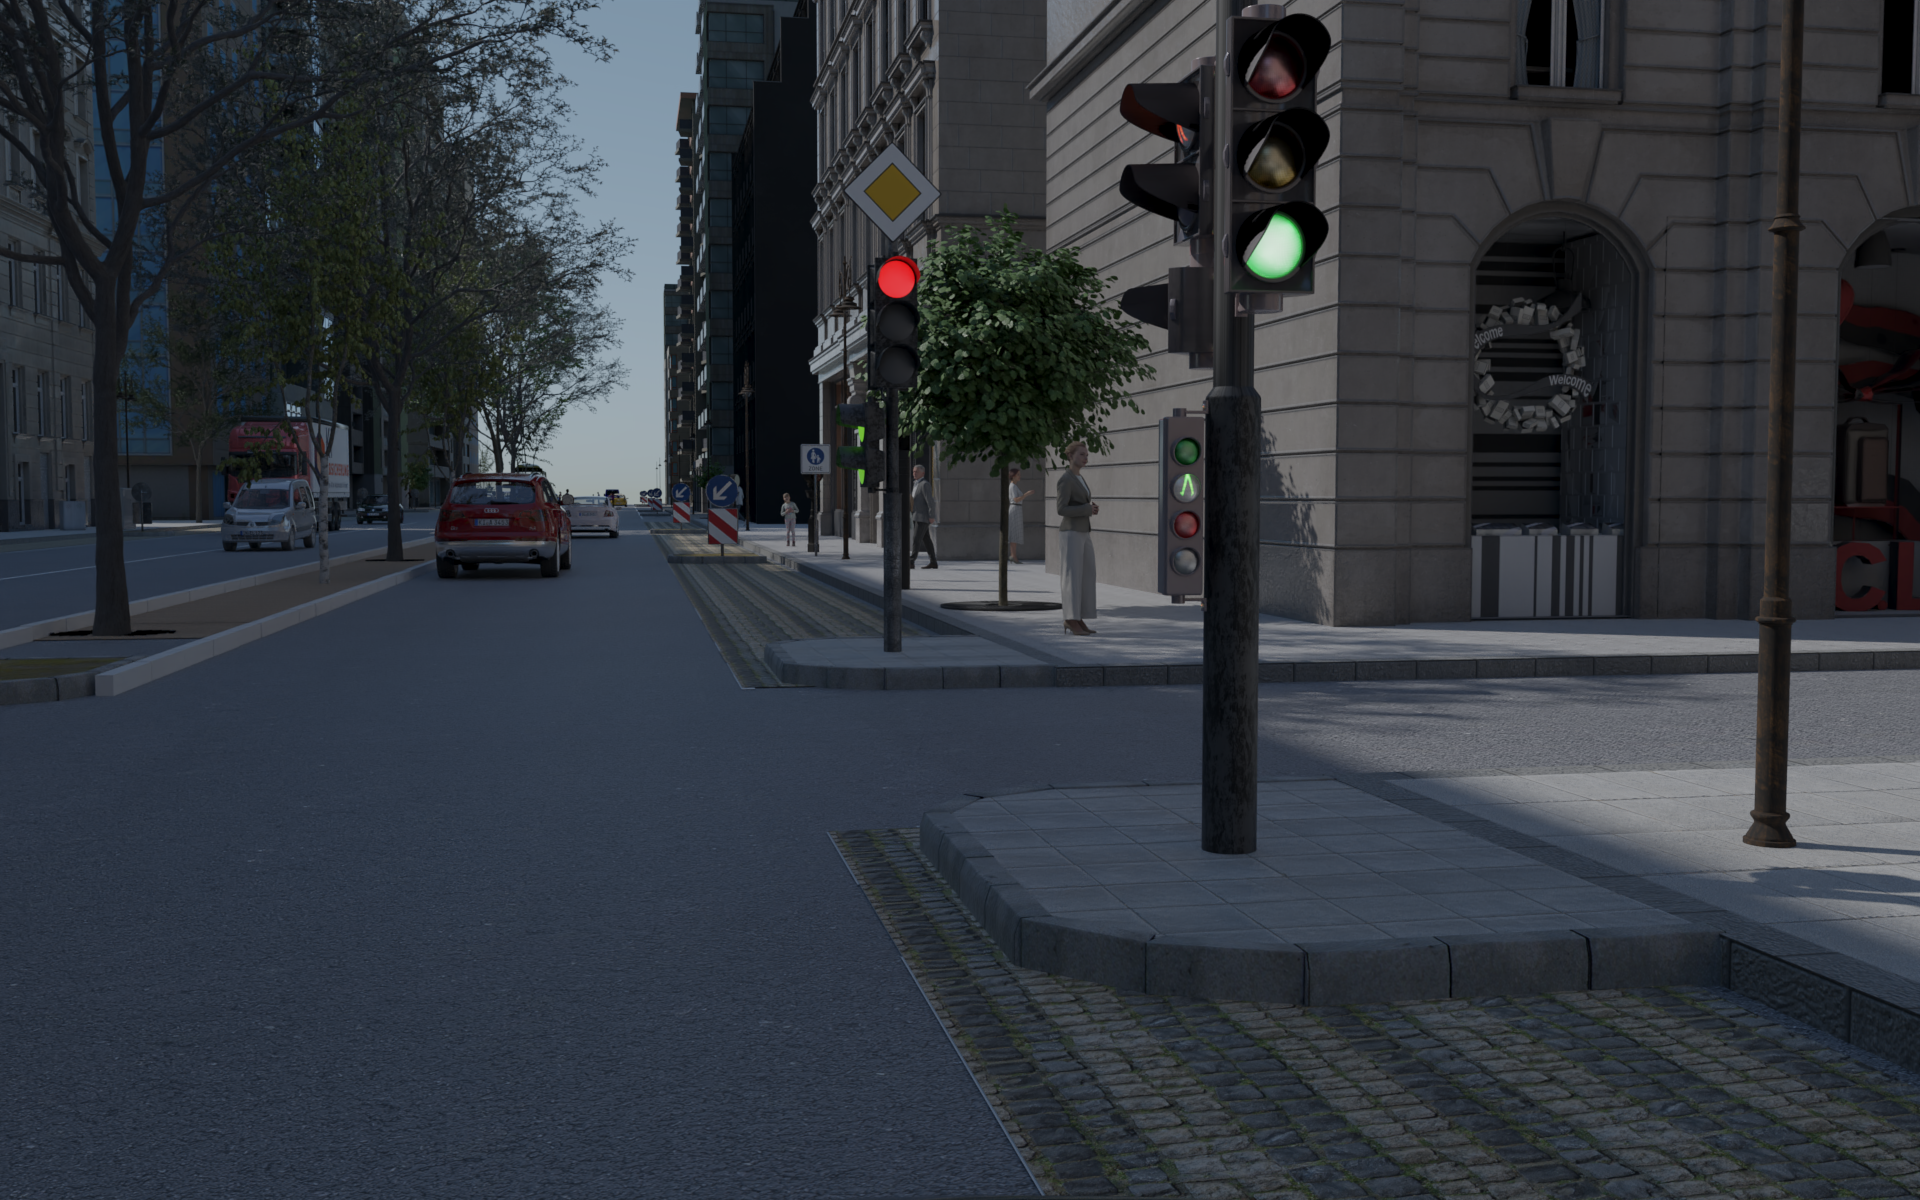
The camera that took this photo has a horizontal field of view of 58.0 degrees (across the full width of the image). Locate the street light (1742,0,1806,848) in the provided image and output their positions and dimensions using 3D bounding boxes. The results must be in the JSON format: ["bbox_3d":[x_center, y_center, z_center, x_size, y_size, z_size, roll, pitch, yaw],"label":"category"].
[{"bbox_3d":[2.971,-2.042,6.179,0.468,5.910,1.993,-1,4,-11],"label":"street light"}]

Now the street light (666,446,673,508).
[{"bbox_3d":[-27.142,-11.627,162.882,0.468,5.910,1.993,-1,4,-11],"label":"street light"}]

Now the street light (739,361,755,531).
[{"bbox_3d":[-7.444,-5.367,60.533,0.468,5.910,1.993,-1,4,-11],"label":"street light"}]

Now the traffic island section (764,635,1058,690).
[{"bbox_3d":[-0.526,0.499,14.123,2.009,0.180,2.903,-1,4,-11],"label":"traffic island section"}]

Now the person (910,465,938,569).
[{"bbox_3d":[-0.727,-1.408,29.454,0.834,1.777,0.661,-2,4,-32],"label":"person"}]

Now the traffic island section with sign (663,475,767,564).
[{"bbox_3d":[-5.124,-1.691,36.278,1.989,1.847,2.006,-1,4,-11],"label":"traffic island section with sign"}]

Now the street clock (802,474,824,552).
[{"bbox_3d":[-3.234,-2.054,38.148,0.358,2.002,0.471,3,4,38],"label":"street clock"}]

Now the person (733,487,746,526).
[{"bbox_3d":[-8.739,-3.840,68.678,0.795,1.843,0.661,1,4,18],"label":"person"}]

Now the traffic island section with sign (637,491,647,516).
[{"bbox_3d":[-19.760,-6.342,112.322,1.989,1.847,2.006,-1,4,-11],"label":"traffic island section with sign"}]

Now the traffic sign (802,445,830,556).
[{"bbox_3d":[-2.971,-2.052,35.682,0.606,2.300,0.079,0,4,-5],"label":"traffic sign"}]

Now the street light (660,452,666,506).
[{"bbox_3d":[-32.411,-13.326,190.675,0.468,5.910,1.993,-1,4,-11],"label":"street light"}]

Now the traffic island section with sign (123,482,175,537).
[{"bbox_3d":[-27.785,-3.058,58.634,1.989,1.847,2.006,-1,4,-11],"label":"traffic island section with sign"}]

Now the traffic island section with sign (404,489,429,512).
[{"bbox_3d":[-42.473,-7.729,134.997,1.989,1.847,2.006,-1,4,-11],"label":"traffic island section with sign"}]

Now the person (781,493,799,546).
[{"bbox_3d":[-4.173,-1.973,42.588,0.425,1.301,0.394,-1,4,-17],"label":"person"}]

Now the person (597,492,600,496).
[{"bbox_3d":[-46.922,-13.162,224.644,0.436,1.711,0.756,0,4,6],"label":"person"}]

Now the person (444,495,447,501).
[{"bbox_3d":[-41.143,-8.035,139.972,1.348,1.812,0.705,1,4,20],"label":"person"}]

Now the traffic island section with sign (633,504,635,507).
[{"bbox_3d":[-35.250,-11.266,192.819,1.989,1.847,2.006,-1,4,-11],"label":"traffic island section with sign"}]

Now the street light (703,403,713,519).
[{"bbox_3d":[-12.761,-7.036,87.827,0.468,5.910,1.993,-1,4,-11],"label":"street light"}]

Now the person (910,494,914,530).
[{"bbox_3d":[-0.907,-0.948,25.829,0.394,1.301,0.425,2,4,34],"label":"person"}]

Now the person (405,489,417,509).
[{"bbox_3d":[-47.491,-8.762,149.817,0.721,1.766,1.217,2,4,33],"label":"person"}]

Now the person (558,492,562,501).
[{"bbox_3d":[-47.411,-11.975,205.004,0.721,1.743,1.217,-3,5,-43],"label":"person"}]

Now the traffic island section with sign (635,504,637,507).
[{"bbox_3d":[-24.850,-7.961,138.794,1.989,1.847,2.006,-1,4,-11],"label":"traffic island section with sign"}]

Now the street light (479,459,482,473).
[{"bbox_3d":[-61.157,-15.174,220.875,0.468,5.910,1.993,-1,4,-11],"label":"street light"}]

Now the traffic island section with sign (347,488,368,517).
[{"bbox_3d":[-37.298,-6.084,108.104,1.989,1.847,2.006,-1,4,-11],"label":"traffic island section with sign"}]

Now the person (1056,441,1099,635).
[{"bbox_3d":[1.088,-0.559,15.732,0.362,1.759,0.519,2,4,25],"label":"person"}]

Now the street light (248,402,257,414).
[{"bbox_3d":[-35.062,-6.926,86.031,0.468,5.910,1.993,-1,4,-11],"label":"street light"}]

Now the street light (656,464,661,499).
[{"bbox_3d":[-37.661,-14.962,217.421,0.468,5.910,1.993,-1,4,-11],"label":"street light"}]

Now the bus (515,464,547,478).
[{"bbox_3d":[-35.844,-9.342,144.289,2.896,3.916,12.252,-1,4,-12],"label":"bus"}]

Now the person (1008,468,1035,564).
[{"bbox_3d":[1.101,-1.544,31.851,0.524,1.755,0.480,0,4,-1],"label":"person"}]

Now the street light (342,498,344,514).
[{"bbox_3d":[-40.245,-8.563,112.789,0.468,5.910,1.993,-1,4,-11],"label":"street light"}]

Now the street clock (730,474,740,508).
[{"bbox_3d":[-8.258,-3.606,63.534,0.358,2.002,0.471,1,4,20],"label":"street clock"}]

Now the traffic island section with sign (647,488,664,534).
[{"bbox_3d":[-10.226,-3.310,62.748,1.989,1.847,2.006,-1,4,-11],"label":"traffic island section with sign"}]

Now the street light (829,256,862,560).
[{"bbox_3d":[-2.236,-3.730,33.779,0.468,5.910,1.993,-1,4,-11],"label":"street light"}]

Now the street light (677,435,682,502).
[{"bbox_3d":[-22.025,-9.989,136.111,0.468,5.910,1.993,-1,4,-11],"label":"street light"}]

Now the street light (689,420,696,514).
[{"bbox_3d":[-16.766,-8.314,108.714,0.468,5.910,1.993,-1,4,-11],"label":"street light"}]

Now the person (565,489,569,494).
[{"bbox_3d":[-29.464,-7.442,130.180,0.705,1.824,1.348,-3,5,-42],"label":"person"}]

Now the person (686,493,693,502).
[{"bbox_3d":[-26.998,-10.130,171.747,1.350,1.814,0.705,-1,4,-21],"label":"person"}]

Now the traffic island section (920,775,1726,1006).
[{"bbox_3d":[0.983,0.979,6.281,2.009,0.180,2.903,-1,4,-11],"label":"traffic island section"}]

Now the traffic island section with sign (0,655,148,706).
[{"bbox_3d":[-7.198,-0.267,12.500,2.006,1.907,1.989,-1,4,-11],"label":"traffic island section with sign"}]

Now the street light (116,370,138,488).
[{"bbox_3d":[-31.115,-5.623,64.720,0.468,5.910,1.993,-1,4,-11],"label":"street light"}]

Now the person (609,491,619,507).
[{"bbox_3d":[-37.138,-10.775,185.347,1.217,1.739,0.721,0,4,3],"label":"person"}]

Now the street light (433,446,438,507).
[{"bbox_3d":[-50.707,-11.893,167.243,0.468,5.910,1.993,-1,4,-11],"label":"street light"}]

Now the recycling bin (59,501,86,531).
[{"bbox_3d":[-31.446,-2.985,61.363,0.722,1.027,0.722,-3,4,-38],"label":"recycling bin"}]

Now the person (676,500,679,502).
[{"bbox_3d":[-27.180,-9.604,166.249,0.721,1.736,1.217,-1,4,-12],"label":"person"}]

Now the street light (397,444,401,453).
[{"bbox_3d":[-45.518,-10.233,140.102,0.468,5.910,1.993,-1,4,-11],"label":"street light"}]
